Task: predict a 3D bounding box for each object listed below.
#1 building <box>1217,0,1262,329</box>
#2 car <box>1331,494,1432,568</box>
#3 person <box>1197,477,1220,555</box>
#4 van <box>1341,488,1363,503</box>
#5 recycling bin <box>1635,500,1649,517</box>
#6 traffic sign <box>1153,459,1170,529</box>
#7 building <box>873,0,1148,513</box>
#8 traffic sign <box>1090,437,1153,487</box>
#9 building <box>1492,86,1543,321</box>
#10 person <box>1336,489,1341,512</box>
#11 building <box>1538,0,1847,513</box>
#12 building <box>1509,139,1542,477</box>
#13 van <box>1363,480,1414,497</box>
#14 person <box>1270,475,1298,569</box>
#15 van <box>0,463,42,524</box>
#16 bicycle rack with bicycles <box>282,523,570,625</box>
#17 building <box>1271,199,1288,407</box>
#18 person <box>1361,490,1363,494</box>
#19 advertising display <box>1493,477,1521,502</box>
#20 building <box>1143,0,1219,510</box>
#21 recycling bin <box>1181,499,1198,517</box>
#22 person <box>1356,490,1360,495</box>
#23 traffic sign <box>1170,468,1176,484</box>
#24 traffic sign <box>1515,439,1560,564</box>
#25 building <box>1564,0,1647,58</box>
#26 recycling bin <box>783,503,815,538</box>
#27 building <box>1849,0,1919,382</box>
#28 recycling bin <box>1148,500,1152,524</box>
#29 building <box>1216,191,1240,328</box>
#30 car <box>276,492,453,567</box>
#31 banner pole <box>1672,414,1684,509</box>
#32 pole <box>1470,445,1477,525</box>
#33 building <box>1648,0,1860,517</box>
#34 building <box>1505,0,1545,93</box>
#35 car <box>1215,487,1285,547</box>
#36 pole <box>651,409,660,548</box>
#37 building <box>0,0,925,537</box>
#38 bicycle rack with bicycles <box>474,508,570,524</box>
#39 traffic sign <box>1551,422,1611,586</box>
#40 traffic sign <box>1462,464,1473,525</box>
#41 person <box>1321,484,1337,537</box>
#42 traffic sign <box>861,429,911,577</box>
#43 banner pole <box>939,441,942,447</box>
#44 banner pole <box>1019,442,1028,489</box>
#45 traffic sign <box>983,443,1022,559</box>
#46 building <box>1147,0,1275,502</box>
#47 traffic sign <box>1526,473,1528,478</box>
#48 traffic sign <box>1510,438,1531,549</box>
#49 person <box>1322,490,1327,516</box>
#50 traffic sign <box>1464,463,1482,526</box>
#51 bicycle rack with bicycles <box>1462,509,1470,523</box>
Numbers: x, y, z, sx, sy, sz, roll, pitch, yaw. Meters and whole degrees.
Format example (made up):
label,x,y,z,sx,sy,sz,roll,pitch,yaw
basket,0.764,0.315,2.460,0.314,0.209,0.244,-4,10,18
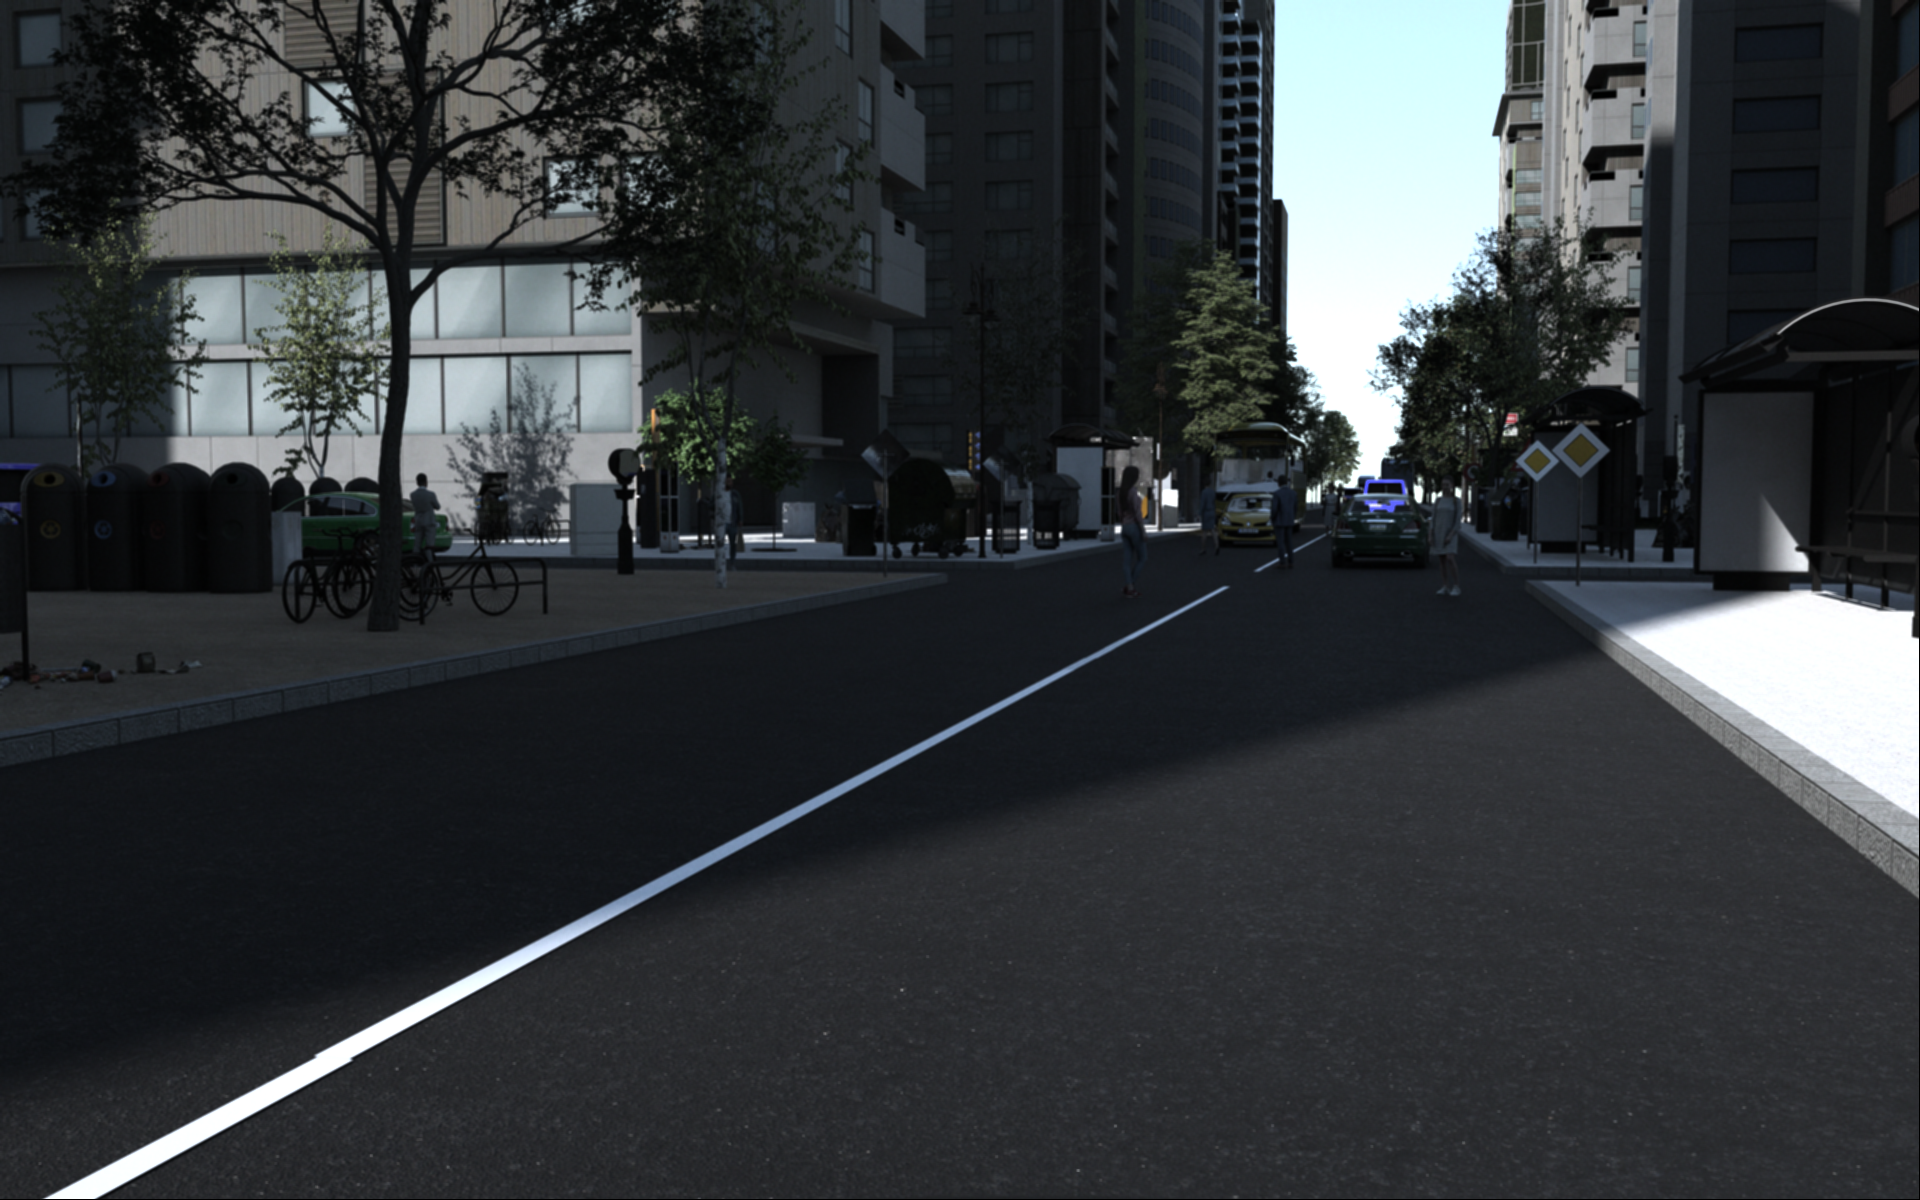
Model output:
label,x,y,z,sx,sy,sz,roll,pitch,yaw
building,26.905,-55.119,213.864,22.319,86.520,31.000,1,4,14
car,8.574,-1.428,35.144,2.131,1.459,4.920,1,4,16
person,5.828,-1.962,40.606,0.581,1.822,0.654,-2,4,-23
van,37.563,-9.848,165.406,2.240,2.365,5.245,1,4,14
recycling bin,27.553,-3.550,70.604,0.722,1.027,0.722,-1,4,-9
traffic sign,7.246,-3.846,62.990,0.768,2.556,0.104,1,4,19
building,2.503,-25.280,96.916,14.154,41.232,14.086,1,4,14
traffic sign,5.753,-4.161,61.911,2.265,3.308,0.079,1,4,16
building,82.585,-38.541,219.390,28.713,52.752,27.495,1,4,14
person,23.639,-6.107,108.792,0.568,1.767,0.683,1,4,15
building,61.842,-37.262,151.228,21.231,58.520,28.212,1,4,14
building,71.093,-31.652,201.111,14.154,41.232,14.086,1,4,14
van,18.829,-4.403,76.366,2.240,2.365,5.245,1,4,16
person,6.242,-1.506,33.312,0.721,1.800,0.419,-2,4,-34
van,-20.972,-1.876,35.058,5.245,2.365,2.240,1,4,14
bicycle rack with bicycles,-5.828,-0.289,18.101,2.852,0.926,2.925,2,4,30
building,40.992,-37.108,256.830,14.600,45.320,14.200,1,4,14
person,35.569,-8.826,153.361,0.990,1.755,0.434,-1,4,-15
advertising display,20.134,-3.580,63.748,0.974,1.923,0.123,0,4,8
building,9.498,-36.857,144.615,21.231,58.520,28.212,1,4,14
recycling bin,12.959,-5.225,97.977,0.722,1.027,0.722,-2,4,-23
person,27.348,-6.680,118.656,0.436,1.711,0.756,-2,4,-33
traffic sign,8.243,-4.055,68.426,0.606,2.300,0.079,1,4,19
traffic sign,10.604,-1.726,31.869,0.795,2.450,0.064,1,4,14
building,58.184,-32.685,123.644,28.713,52.752,27.495,1,4,14
recycling bin,-4.789,-2.381,51.489,0.722,1.027,0.722,2,4,32
building,37.655,-23.778,43.396,28.867,44.769,22.147,1,4,14
recycling bin,8.550,-3.779,74.335,0.722,1.027,0.722,3,4,36
building,18.958,-24.082,165.449,14.160,30.474,14.107,1,4,14
car,-12.670,-1.602,34.990,4.718,1.807,1.959,1,4,12
banner pole,22.659,-3.955,54.674,0.863,3.779,0.401,-3,5,-44
pole,21.400,-4.791,72.168,0.158,3.312,0.155,0,3,0
building,45.157,-33.218,85.120,21.231,58.520,28.212,1,4,14
building,85.024,-49.239,243.308,20.563,71.187,20.611,1,4,14
car,8.116,-2.308,47.956,2.015,1.641,3.980,1,4,13
pole,-7.284,-2.918,41.550,0.158,3.312,0.155,0,3,0
building,-17.085,-29.057,64.314,28.713,52.752,27.495,1,4,14
bicycle rack with bicycles,-11.236,-1.862,43.822,2.852,0.926,2.925,1,4,11
traffic sign,8.628,-1.253,24.131,0.795,2.450,0.064,1,4,14
traffic sign,21.061,-4.353,71.281,0.768,2.556,0.104,1,4,16
person,12.336,-2.985,57.875,0.480,1.755,0.524,2,4,26
traffic sign,-1.148,-1.407,26.640,0.795,2.450,0.064,1,4,14
banner pole,-1.022,-5.590,81.418,0.401,3.779,0.863,2,4,26
banner pole,3.031,-5.704,83.274,0.863,3.779,0.401,-3,5,-42
traffic sign,0.828,-1.880,34.378,0.795,2.450,0.064,1,4,14
building,34.793,-49.018,239.689,20.563,71.187,20.611,1,4,14
traffic sign,22.803,-4.192,68.649,0.768,2.556,0.104,1,4,23
traffic sign,13.207,-2.456,40.166,0.884,2.594,0.081,1,4,21
person,23.496,-6.226,111.116,0.721,1.723,1.217,3,4,36
traffic sign,20.823,-4.286,70.182,0.768,2.556,0.104,1,4,19
bicycle rack with bicycles,23.433,-3.807,75.630,2.925,0.926,2.852,1,4,11
